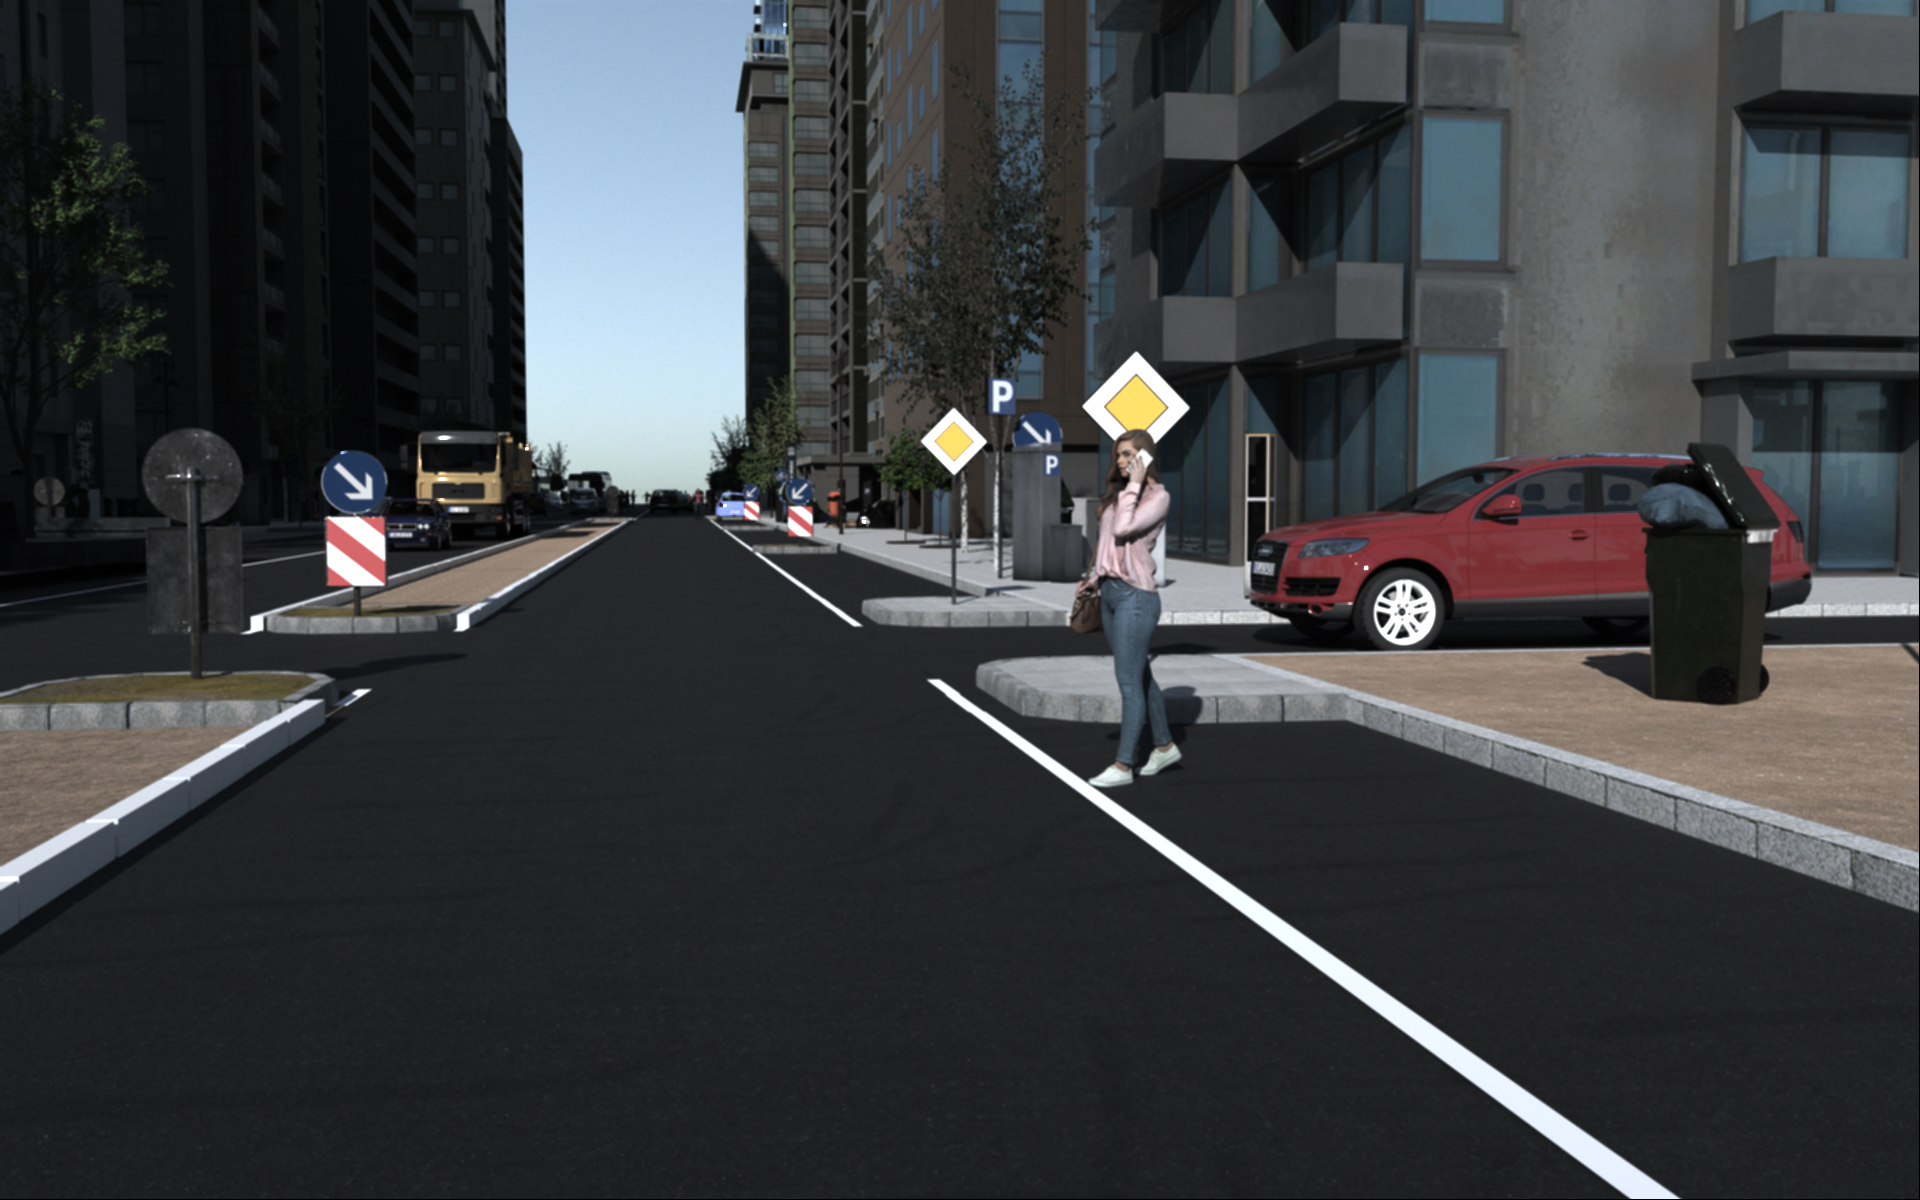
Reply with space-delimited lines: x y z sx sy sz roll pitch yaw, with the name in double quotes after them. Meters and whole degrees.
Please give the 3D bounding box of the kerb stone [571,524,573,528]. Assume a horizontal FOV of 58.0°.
-16.119 -2.998 71.210 0.120 0.150 1.000 -1 4 -9 "kerb stone"

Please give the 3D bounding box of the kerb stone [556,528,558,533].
-14.617 -2.442 62.128 0.120 0.150 1.000 -1 4 -9 "kerb stone"

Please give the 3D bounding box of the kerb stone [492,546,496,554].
-11.119 -1.144 40.893 0.120 0.150 1.000 -1 4 -9 "kerb stone"

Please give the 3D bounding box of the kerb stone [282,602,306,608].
-7.621 0.156 19.649 0.120 0.150 1.000 -1 4 -9 "kerb stone"

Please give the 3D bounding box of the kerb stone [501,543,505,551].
-11.454 -1.267 42.910 0.120 0.150 1.000 -1 4 -9 "kerb stone"

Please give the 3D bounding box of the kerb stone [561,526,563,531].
-15.123 -2.626 65.160 0.120 0.150 1.000 -1 4 -9 "kerb stone"

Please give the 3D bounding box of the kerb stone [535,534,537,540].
-13.112 -1.885 53.010 0.120 0.150 1.000 -1 4 -9 "kerb stone"

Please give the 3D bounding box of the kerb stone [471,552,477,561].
-10.456 -0.893 36.841 0.120 0.150 1.000 -1 4 -9 "kerb stone"

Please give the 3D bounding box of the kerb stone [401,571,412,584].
-8.955 -0.339 27.740 0.120 0.150 1.000 -1 4 -9 "kerb stone"

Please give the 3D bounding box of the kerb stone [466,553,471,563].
-10.284 -0.832 35.834 0.120 0.150 1.000 -1 4 -9 "kerb stone"

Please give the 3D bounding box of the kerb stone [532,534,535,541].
-12.949 -1.823 51.997 0.120 0.150 1.000 -1 4 -9 "kerb stone"

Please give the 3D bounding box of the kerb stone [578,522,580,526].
-16.948 -3.307 76.263 0.120 0.150 1.000 -1 4 -9 "kerb stone"

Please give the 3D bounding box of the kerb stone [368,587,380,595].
-8.457 -0.154 24.707 0.120 0.150 1.000 -1 4 -9 "kerb stone"

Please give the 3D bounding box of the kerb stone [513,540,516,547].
-11.952 -1.452 45.942 0.120 0.150 1.000 -1 4 -9 "kerb stone"

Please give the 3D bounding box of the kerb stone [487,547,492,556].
-10.957 -1.082 39.878 0.120 0.150 1.000 -1 4 -9 "kerb stone"

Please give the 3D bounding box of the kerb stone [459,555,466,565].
-10.116 -0.772 34.826 0.120 0.150 1.000 -1 4 -9 "kerb stone"

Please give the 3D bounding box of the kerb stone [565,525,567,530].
-15.449 -2.750 67.177 0.120 0.150 1.000 -1 4 -9 "kerb stone"

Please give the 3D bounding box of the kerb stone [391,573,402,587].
-8.786 -0.275 26.732 0.120 0.150 1.000 -1 4 -9 "kerb stone"

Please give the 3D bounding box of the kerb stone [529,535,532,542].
-12.782 -1.761 50.988 0.120 0.150 1.000 -1 4 -9 "kerb stone"

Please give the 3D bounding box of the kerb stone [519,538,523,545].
-12.289 -1.576 47.959 0.120 0.150 1.000 -1 4 -9 "kerb stone"

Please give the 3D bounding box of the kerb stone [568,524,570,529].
-15.784 -2.875 69.194 0.120 0.150 1.000 -1 4 -9 "kerb stone"

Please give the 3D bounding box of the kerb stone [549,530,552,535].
-14.119 -2.257 59.090 0.120 0.150 1.000 -1 4 -9 "kerb stone"

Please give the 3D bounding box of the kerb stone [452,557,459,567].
-9.949 -0.711 33.814 0.120 0.150 1.000 -1 4 -9 "kerb stone"

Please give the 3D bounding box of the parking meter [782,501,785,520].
-8.864 -4.774 86.467 0.372 1.533 0.369 0 3 0 "parking meter"

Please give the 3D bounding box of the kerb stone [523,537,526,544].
-12.457 -1.637 48.967 0.120 0.150 1.000 -1 4 -9 "kerb stone"

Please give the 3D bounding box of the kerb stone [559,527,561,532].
-14.958 -2.566 64.143 0.120 0.150 1.000 -1 4 -9 "kerb stone"

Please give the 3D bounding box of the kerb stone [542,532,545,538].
-13.617 -2.070 56.047 0.120 0.150 1.000 -1 4 -9 "kerb stone"

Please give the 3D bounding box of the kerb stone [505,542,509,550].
-11.620 -1.329 43.922 0.120 0.150 1.000 -1 4 -9 "kerb stone"

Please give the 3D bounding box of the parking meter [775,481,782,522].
-8.238 -4.469 78.778 0.255 1.863 0.399 -1 4 -15 "parking meter"

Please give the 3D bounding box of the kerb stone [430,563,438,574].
-9.457 -0.525 30.774 0.120 0.150 1.000 -1 4 -9 "kerb stone"

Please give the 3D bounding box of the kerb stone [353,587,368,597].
-8.286 -0.092 23.692 0.120 0.150 1.000 -1 4 -9 "kerb stone"

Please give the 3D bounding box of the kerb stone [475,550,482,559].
-10.620 -0.954 37.857 0.120 0.150 1.000 -1 4 -9 "kerb stone"

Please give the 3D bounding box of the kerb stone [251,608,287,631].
-7.449 0.219 18.642 0.120 0.150 1.000 -1 4 -9 "kerb stone"

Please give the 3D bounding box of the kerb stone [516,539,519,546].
-12.120 -1.513 46.951 0.120 0.150 1.000 -1 4 -9 "kerb stone"

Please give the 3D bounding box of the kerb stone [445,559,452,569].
-9.793 -0.643 32.801 0.120 0.150 1.000 -1 4 -9 "kerb stone"

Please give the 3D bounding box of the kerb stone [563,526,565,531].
-15.285 -2.689 66.169 0.120 0.150 1.000 -1 4 -9 "kerb stone"

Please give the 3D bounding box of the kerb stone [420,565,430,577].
-9.287 -0.463 29.763 0.120 0.150 1.000 -1 4 -9 "kerb stone"

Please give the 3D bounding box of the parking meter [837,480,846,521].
-4.787 -3.928 69.939 0.255 1.863 0.399 1 4 11 "parking meter"

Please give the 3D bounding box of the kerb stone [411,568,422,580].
-9.117 -0.398 28.756 0.120 0.150 1.000 -1 4 -9 "kerb stone"

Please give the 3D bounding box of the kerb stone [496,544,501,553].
-11.288 -1.205 41.902 0.120 0.150 1.000 -1 4 -9 "kerb stone"

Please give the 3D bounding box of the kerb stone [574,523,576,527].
-16.451 -3.120 73.238 0.120 0.150 1.000 -1 4 -9 "kerb stone"

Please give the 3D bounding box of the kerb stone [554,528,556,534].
-14.460 -2.378 61.117 0.120 0.150 1.000 -1 4 -9 "kerb stone"

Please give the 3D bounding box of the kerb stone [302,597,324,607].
-7.786 0.094 20.663 0.120 0.150 1.000 -1 4 -9 "kerb stone"

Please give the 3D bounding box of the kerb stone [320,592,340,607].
-7.953 0.032 21.671 0.120 0.150 1.000 -1 4 -9 "kerb stone"

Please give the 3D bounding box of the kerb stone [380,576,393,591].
-8.611 -0.216 25.725 0.120 0.150 1.000 -1 4 -9 "kerb stone"

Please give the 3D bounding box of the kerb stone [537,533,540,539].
-13.285 -1.945 54.020 0.120 0.150 1.000 -1 4 -9 "kerb stone"

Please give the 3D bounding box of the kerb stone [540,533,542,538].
-13.455 -2.009 55.038 0.120 0.150 1.000 -1 4 -9 "kerb stone"

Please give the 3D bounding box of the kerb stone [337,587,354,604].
-8.120 -0.029 22.680 0.120 0.150 1.000 -1 4 -9 "kerb stone"

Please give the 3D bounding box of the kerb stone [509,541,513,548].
-11.782 -1.390 44.931 0.120 0.150 1.000 -1 4 -9 "kerb stone"

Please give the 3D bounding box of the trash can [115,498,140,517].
-27.553 -2.794 57.328 0.748 1.137 0.748 0 3 0 "trash can"

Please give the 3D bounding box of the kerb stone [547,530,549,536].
-13.957 -2.192 58.077 0.120 0.150 1.000 -1 4 -9 "kerb stone"

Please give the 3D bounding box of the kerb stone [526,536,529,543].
-12.621 -1.699 49.979 0.120 0.150 1.000 -1 4 -9 "kerb stone"

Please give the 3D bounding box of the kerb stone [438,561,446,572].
-9.609 -0.586 31.785 0.120 0.150 1.000 -1 4 -9 "kerb stone"

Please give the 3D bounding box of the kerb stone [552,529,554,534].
-14.289 -2.318 60.102 0.120 0.150 1.000 -1 4 -9 "kerb stone"

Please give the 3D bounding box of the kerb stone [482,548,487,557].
-10.791 -1.020 38.870 0.120 0.150 1.000 -1 4 -9 "kerb stone"

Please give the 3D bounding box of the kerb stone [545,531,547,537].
-13.786 -2.127 57.055 0.120 0.150 1.000 -1 4 -9 "kerb stone"
